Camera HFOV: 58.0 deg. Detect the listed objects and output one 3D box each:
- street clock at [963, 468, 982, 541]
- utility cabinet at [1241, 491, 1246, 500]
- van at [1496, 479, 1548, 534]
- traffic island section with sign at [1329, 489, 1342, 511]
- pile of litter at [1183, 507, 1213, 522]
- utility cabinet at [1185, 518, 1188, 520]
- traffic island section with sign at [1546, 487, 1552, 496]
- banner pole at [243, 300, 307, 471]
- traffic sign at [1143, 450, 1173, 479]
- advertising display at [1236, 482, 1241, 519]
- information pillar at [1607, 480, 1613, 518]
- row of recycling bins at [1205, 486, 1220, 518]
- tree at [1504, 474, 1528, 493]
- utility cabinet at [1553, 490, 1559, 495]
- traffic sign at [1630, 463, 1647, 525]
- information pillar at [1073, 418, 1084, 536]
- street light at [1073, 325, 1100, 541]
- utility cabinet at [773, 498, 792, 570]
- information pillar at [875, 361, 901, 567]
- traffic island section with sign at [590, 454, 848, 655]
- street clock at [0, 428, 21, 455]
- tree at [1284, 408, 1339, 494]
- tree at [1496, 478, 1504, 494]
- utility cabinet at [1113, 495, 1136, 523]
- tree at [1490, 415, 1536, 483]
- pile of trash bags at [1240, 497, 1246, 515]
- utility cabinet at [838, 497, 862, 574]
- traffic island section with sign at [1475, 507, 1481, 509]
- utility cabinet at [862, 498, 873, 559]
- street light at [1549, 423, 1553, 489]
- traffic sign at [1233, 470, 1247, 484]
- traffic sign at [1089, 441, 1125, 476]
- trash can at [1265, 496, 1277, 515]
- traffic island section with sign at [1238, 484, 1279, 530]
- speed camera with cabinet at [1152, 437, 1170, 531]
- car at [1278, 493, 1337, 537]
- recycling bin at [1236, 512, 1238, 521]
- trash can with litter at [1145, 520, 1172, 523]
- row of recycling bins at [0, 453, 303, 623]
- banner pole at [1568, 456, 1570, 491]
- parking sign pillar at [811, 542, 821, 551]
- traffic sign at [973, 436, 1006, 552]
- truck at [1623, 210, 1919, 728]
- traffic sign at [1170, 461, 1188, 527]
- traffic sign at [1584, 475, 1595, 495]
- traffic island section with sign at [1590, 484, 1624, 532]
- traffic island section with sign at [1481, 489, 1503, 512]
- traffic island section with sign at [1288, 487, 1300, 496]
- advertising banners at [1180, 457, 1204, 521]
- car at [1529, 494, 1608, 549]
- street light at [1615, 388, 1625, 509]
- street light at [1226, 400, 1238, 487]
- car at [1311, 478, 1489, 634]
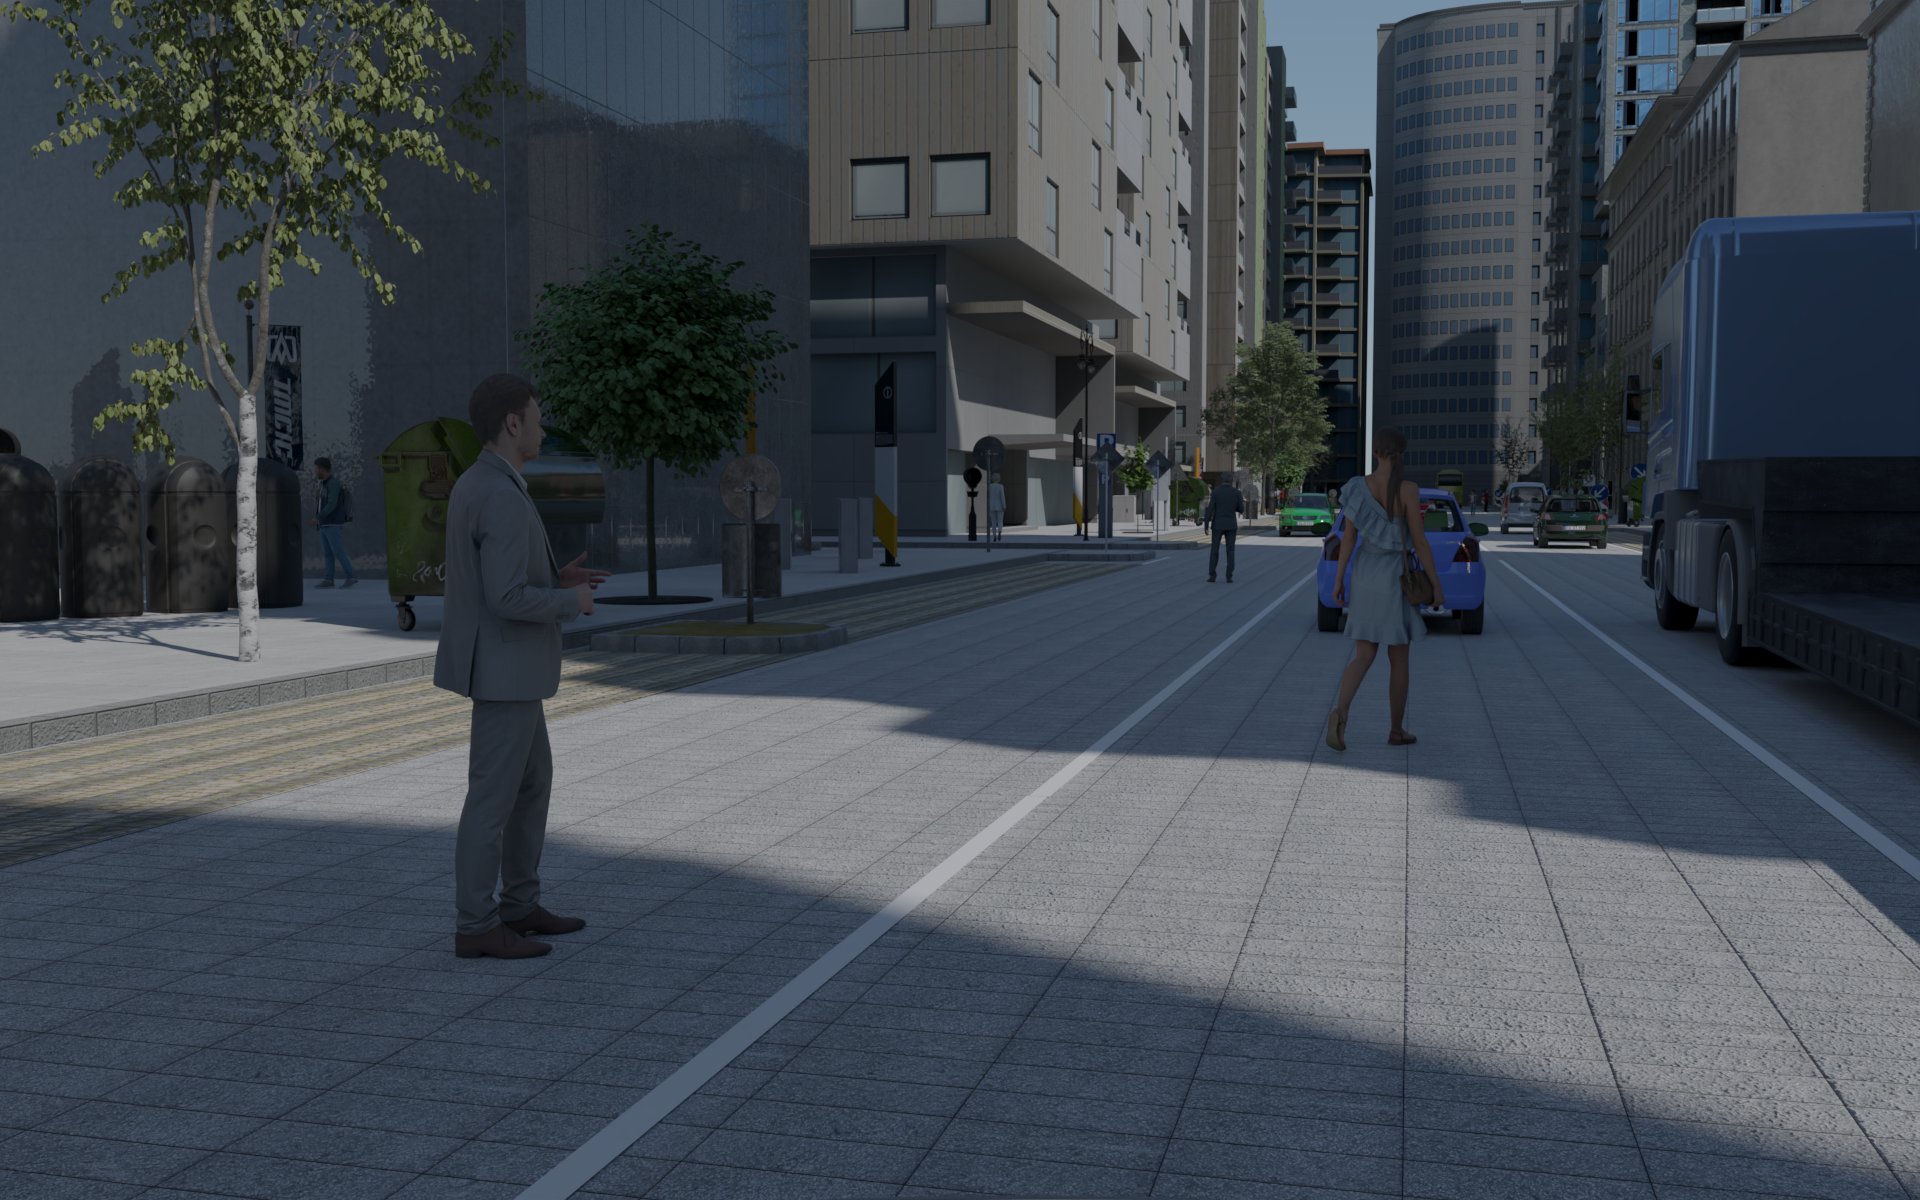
[{"bbox_3d":[0.343,-2.613,47.286,0.471,2.002,0.358,-1,4,-22],"label":"street clock"},{"bbox_3d":[19.228,-6.786,119.630,0.318,1.500,1.173,-2,4,-34],"label":"utility cabinet"},{"bbox_3d":[20.551,-3.425,63.006,2.013,2.044,4.112,1,4,16],"label":"van"},{"bbox_3d":[31.143,-8.301,144.349,1.989,1.847,2.006,1,4,15],"label":"traffic island section with sign"},{"bbox_3d":[11.206,-4.054,80.251,1.719,0.858,1.176,3,5,41],"label":"pile of litter"},{"bbox_3d":[11.090,-4.532,85.260,0.306,1.237,1.020,1,4,8],"label":"utility cabinet"},{"bbox_3d":[31.179,-5.145,92.744,1.989,1.847,2.006,1,4,15],"label":"traffic island section with sign"},{"bbox_3d":[-8.959,-1.988,22.527,0.863,3.779,0.401,-2,4,-30],"label":"banner pole"},{"bbox_3d":[5.223,-2.671,45.864,0.795,2.593,0.064,1,4,15],"label":"traffic sign"},{"bbox_3d":[14.478,-5.196,90.165,0.123,1.923,0.974,1,4,17],"label":"advertising display"},{"bbox_3d":[34.445,-5.340,91.802,0.304,2.012,0.304,1,4,17],"label":"information pillar"},{"bbox_3d":[13.027,-5.318,94.054,1.069,1.692,3.534,-3,5,-41],"label":"row of recycling bins"},{"bbox_3d":[52.355,-10.232,161.897,1.663,3.219,1.824,0,3,0],"label":"tree"},{"bbox_3d":[35.320,-5.751,102.711,0.318,1.500,1.173,1,4,14],"label":"utility cabinet"},{"bbox_3d":[27.992,-4.358,71.354,0.768,2.556,0.104,1,4,16],"label":"traffic sign"},{"bbox_3d":[3.601,-3.764,52.894,0.183,3.616,0.504,2,4,31],"label":"information pillar"},{"bbox_3d":[3.458,-4.560,47.347,0.468,5.910,1.993,1,4,15],"label":"street light"},{"bbox_3d":[-3.041,-1.139,29.777,0.306,1.237,1.020,0,4,-4],"label":"utility cabinet"},{"bbox_3d":[-1.299,-2.402,30.635,0.504,3.616,0.183,3,5,42],"label":"information pillar"},{"bbox_3d":[-2.151,-0.472,16.339,1.989,1.847,2.006,1,4,15],"label":"traffic island section with sign"},{"bbox_3d":[-10.442,-0.869,18.782,0.471,2.002,0.358,-1,4,-16],"label":"street clock"},{"bbox_3d":[27.836,-11.618,140.318,4.360,8.622,3.978,0,3,0],"label":"tree"},{"bbox_3d":[56.175,-11.228,178.182,1.663,3.219,1.824,0,3,0],"label":"tree"},{"bbox_3d":[7.363,-4.068,77.681,1.020,1.237,0.306,2,4,26],"label":"utility cabinet"},{"bbox_3d":[50.122,-12.644,157.089,4.360,8.622,3.978,0,3,0],"label":"tree"},{"bbox_3d":[16.916,-6.040,108.502,1.912,1.369,3.447,0,4,-3],"label":"pile of trash bags"},{"bbox_3d":[-1.832,-1.056,28.428,0.306,1.237,1.020,0,4,-6],"label":"utility cabinet"},{"bbox_3d":[50.750,-9.746,167.980,1.989,1.847,2.006,1,4,15],"label":"traffic island section with sign"},{"bbox_3d":[-1.943,-1.441,34.722,0.306,1.237,1.020,-1,4,-10],"label":"utility cabinet"},{"bbox_3d":[38.559,-8.582,113.100,0.468,5.910,1.993,1,4,15],"label":"street light"},{"bbox_3d":[14.885,-5.631,92.167,0.768,2.556,0.104,1,4,15],"label":"traffic sign"},{"bbox_3d":[3.212,-2.198,38.135,0.795,2.593,0.064,1,4,15],"label":"traffic sign"},{"bbox_3d":[19.114,-5.804,106.554,0.748,1.137,0.748,0,3,0],"label":"trash can"},{"bbox_3d":[11.720,-3.733,69.668,1.989,1.847,2.006,1,4,15],"label":"traffic island section with sign"},{"bbox_3d":[7.044,-4.058,60.676,0.660,3.252,2.038,1,4,8],"label":"speed camera with cabinet"},{"bbox_3d":[11.822,-3.060,58.830,1.959,1.807,4.718,1,4,14],"label":"car"},{"bbox_3d":[12.744,-4.226,81.643,0.722,1.027,0.722,1,4,12],"label":"recycling bin"},{"bbox_3d":[9.090,-4.054,77.338,1.678,1.210,2.233,1,4,23],"label":"trash can with litter"},{"bbox_3d":[-8.766,-0.704,18.624,1.069,1.692,3.534,3,5,39],"label":"row of recycling bins"},{"bbox_3d":[40.027,-7.573,113.838,0.401,3.779,0.863,2,4,28],"label":"banner pole"},{"bbox_3d":[-3.889,-3.117,39.428,1.447,3.967,1.447,0,4,6],"label":"parking sign pillar"},{"bbox_3d":[0.626,-2.320,38.035,0.768,2.556,0.104,1,4,19],"label":"traffic sign"},{"bbox_3d":[6.766,-1.306,11.117,2.967,4.110,18.799,1,4,15],"label":"truck"},{"bbox_3d":[8.546,-4.169,68.172,0.884,2.594,0.081,1,4,20],"label":"traffic sign"},{"bbox_3d":[33.442,-5.501,92.063,0.606,2.300,0.079,1,4,21],"label":"traffic sign"},{"bbox_3d":[24.317,-3.533,66.394,1.989,1.847,2.006,1,4,15],"label":"traffic island section with sign"},{"bbox_3d":[43.885,-8.130,141.555,1.989,1.847,2.006,1,4,15],"label":"traffic island section with sign"},{"bbox_3d":[18.517,-5.329,95.762,1.989,1.847,2.006,1,4,15],"label":"traffic island section with sign"},{"bbox_3d":[11.136,-5.340,83.497,0.090,3.025,2.074,-2,4,-27],"label":"advertising banners"},{"bbox_3d":[16.438,-2.259,46.723,2.009,1.686,4.222,1,4,16],"label":"car"},{"bbox_3d":[28.892,-6.295,75.716,0.468,5.910,1.993,1,4,15],"label":"street light"},{"bbox_3d":[13.401,-6.883,85.320,0.468,5.910,1.993,1,4,15],"label":"street light"},{"bbox_3d":[4.845,-0.583,19.118,1.945,1.707,3.694,1,4,13],"label":"car"}]
